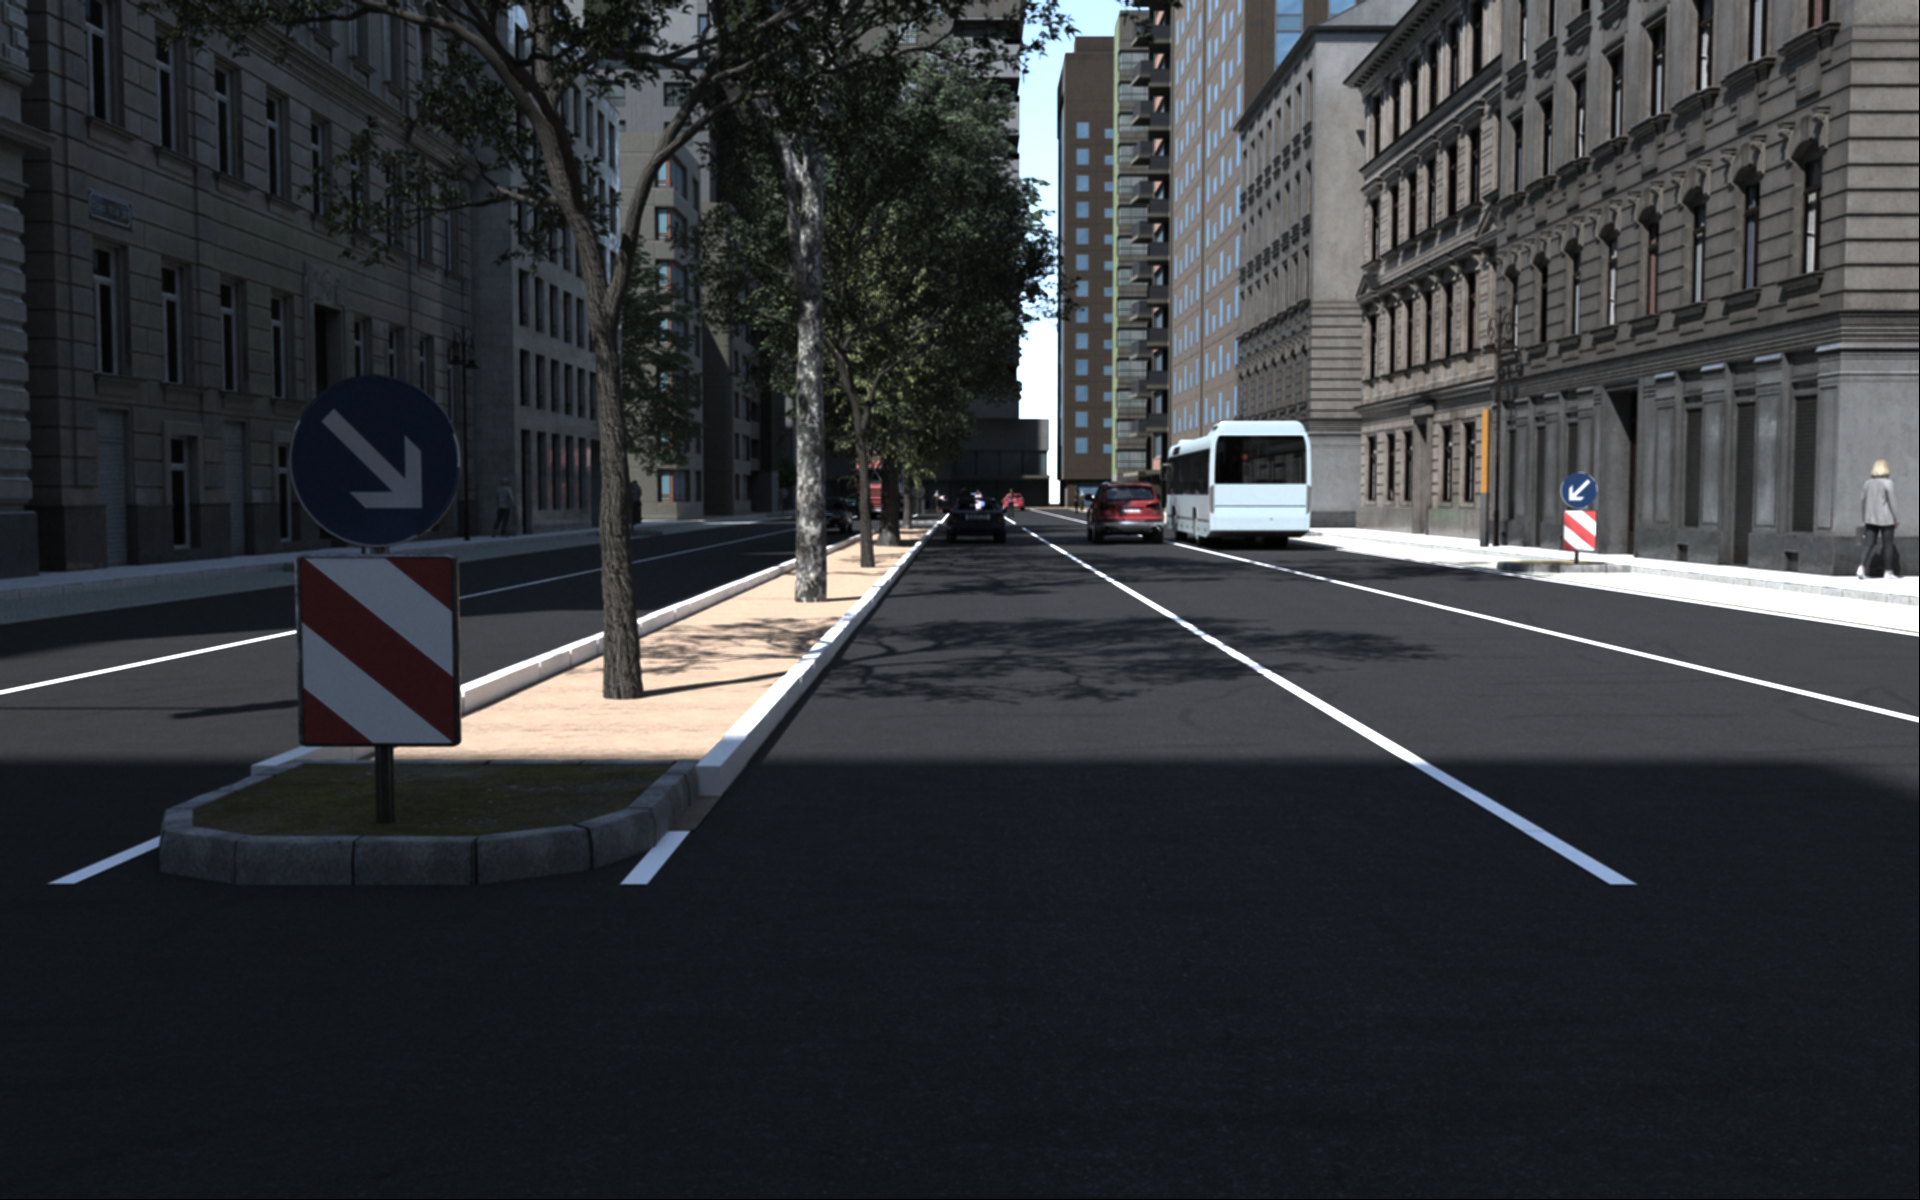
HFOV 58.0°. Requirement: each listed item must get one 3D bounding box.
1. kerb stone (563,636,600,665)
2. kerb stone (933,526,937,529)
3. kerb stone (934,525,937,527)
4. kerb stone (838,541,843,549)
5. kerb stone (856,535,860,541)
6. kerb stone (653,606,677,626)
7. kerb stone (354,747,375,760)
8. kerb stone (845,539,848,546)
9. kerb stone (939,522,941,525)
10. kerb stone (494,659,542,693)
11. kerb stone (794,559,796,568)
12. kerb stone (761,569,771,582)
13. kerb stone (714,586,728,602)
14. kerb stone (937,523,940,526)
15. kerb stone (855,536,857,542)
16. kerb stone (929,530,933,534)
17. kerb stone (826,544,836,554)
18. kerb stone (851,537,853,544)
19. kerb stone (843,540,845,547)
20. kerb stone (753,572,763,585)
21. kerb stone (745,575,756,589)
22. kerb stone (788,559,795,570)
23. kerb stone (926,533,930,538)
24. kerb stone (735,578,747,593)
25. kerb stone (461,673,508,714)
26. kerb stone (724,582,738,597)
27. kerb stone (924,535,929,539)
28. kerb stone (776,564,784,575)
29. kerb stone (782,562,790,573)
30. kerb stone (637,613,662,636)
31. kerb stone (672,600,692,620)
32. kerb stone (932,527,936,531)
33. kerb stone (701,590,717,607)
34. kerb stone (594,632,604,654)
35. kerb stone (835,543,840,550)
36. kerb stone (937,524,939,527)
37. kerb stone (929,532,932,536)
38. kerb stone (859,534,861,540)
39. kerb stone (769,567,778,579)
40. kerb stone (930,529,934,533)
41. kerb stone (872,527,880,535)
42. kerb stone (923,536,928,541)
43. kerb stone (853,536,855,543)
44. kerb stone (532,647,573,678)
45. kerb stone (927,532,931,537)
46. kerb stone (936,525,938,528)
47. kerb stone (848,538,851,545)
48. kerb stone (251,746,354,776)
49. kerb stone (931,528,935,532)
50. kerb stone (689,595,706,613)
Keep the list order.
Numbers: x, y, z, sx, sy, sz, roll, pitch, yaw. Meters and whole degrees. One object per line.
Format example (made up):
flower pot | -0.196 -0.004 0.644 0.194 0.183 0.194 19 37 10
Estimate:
kerb stone | -3.275 0.450 14.835 0.120 0.150 1.000 0 4 0
kerb stone | -1.024 -2.557 64.077 0.120 0.150 1.000 0 4 0
kerb stone | -1.024 -2.624 65.103 0.120 0.150 1.000 0 4 0
kerb stone | -3.183 -1.369 44.570 0.120 0.150 1.000 0 4 0
kerb stone | -3.165 -1.807 51.738 0.120 0.150 1.000 0 4 0
kerb stone | -3.264 0.201 18.943 0.120 0.150 1.000 0 4 0
kerb stone | -3.293 0.767 9.712 0.120 0.150 1.000 0 4 0
kerb stone | -3.177 -1.491 46.620 0.120 0.150 1.000 0 4 0
kerb stone | -0.997 -3.126 73.299 0.120 0.150 1.000 0 4 0
kerb stone | -3.285 0.576 12.781 0.120 0.150 1.000 0 4 0
kerb stone | -3.212 -0.679 33.302 0.120 0.150 1.000 0 4 0
kerb stone | -3.236 -0.363 28.167 0.120 0.150 1.000 0 4 0
kerb stone | -3.251 -0.051 23.051 0.120 0.150 1.000 0 4 0
kerb stone | -0.999 -2.938 70.229 0.120 0.150 1.000 0 4 0
kerb stone | -3.168 -1.742 50.716 0.120 0.150 1.000 0 4 0
kerb stone | -1.038 -2.123 56.903 0.120 0.150 1.000 0 4 0
kerb stone | -3.195 -1.243 42.524 0.120 0.150 1.000 0 4 0
kerb stone | -3.173 -1.619 48.664 0.120 0.150 1.000 0 4 0
kerb stone | -3.178 -1.429 45.593 0.120 0.150 1.000 0 4 0
kerb stone | -3.240 -0.303 27.145 0.120 0.150 1.000 0 4 0
kerb stone | -3.239 -0.236 26.118 0.120 0.150 1.000 0 4 0
kerb stone | -3.227 -0.617 32.279 0.120 0.150 1.000 0 4 0
kerb stone | -1.054 -1.872 52.799 0.120 0.150 1.000 0 4 0
kerb stone | -3.245 -0.177 25.096 0.120 0.150 1.000 0 4 0
kerb stone | -3.281 0.638 11.759 0.120 0.150 1.000 0 4 0
kerb stone | -3.249 -0.115 24.073 0.120 0.150 1.000 0 4 0
kerb stone | -1.063 -1.746 50.750 0.120 0.150 1.000 0 4 0
kerb stone | -3.234 -0.487 30.216 0.120 0.150 1.000 0 4 0
kerb stone | -3.224 -0.545 31.250 0.120 0.150 1.000 0 4 0
kerb stone | -3.262 0.268 17.916 0.120 0.150 1.000 0 4 0
kerb stone | -3.256 0.136 19.974 0.120 0.150 1.000 0 4 0
kerb stone | -1.036 -2.435 62.023 0.120 0.150 1.000 0 4 0
kerb stone | -3.251 0.013 22.029 0.120 0.150 1.000 0 4 0
kerb stone | -3.265 0.388 15.865 0.120 0.150 1.000 0 4 0
kerb stone | -3.186 -1.306 43.548 0.120 0.150 1.000 0 4 0
kerb stone | -1.011 -2.812 68.175 0.120 0.150 1.000 0 4 0
kerb stone | -1.048 -1.996 54.853 0.120 0.150 1.000 0 4 0
kerb stone | -3.160 -1.870 52.763 0.120 0.150 1.000 0 4 0
kerb stone | -3.227 -0.428 29.189 0.120 0.150 1.000 0 4 0
kerb stone | -1.042 -2.248 58.949 0.120 0.150 1.000 0 4 0
kerb stone | -3.123 -2.556 64.039 0.120 0.150 1.000 0 4 0
kerb stone | -1.075 -1.683 49.718 0.120 0.150 1.000 0 4 0
kerb stone | -3.170 -1.682 49.690 0.120 0.150 1.000 0 4 0
kerb stone | -3.283 0.515 13.811 0.120 0.150 1.000 0 4 0
kerb stone | -1.060 -1.935 53.830 0.120 0.150 1.000 0 4 0
kerb stone | -1.017 -2.687 66.127 0.120 0.150 1.000 0 4 0
kerb stone | -3.175 -1.556 47.642 0.120 0.150 1.000 0 4 0
kerb stone | -3.289 0.826 8.685 0.120 0.150 1.000 0 4 0
kerb stone | -1.029 -2.310 59.971 0.120 0.150 1.000 0 4 0
kerb stone | -3.252 0.077 21.005 0.120 0.150 1.000 0 4 0
